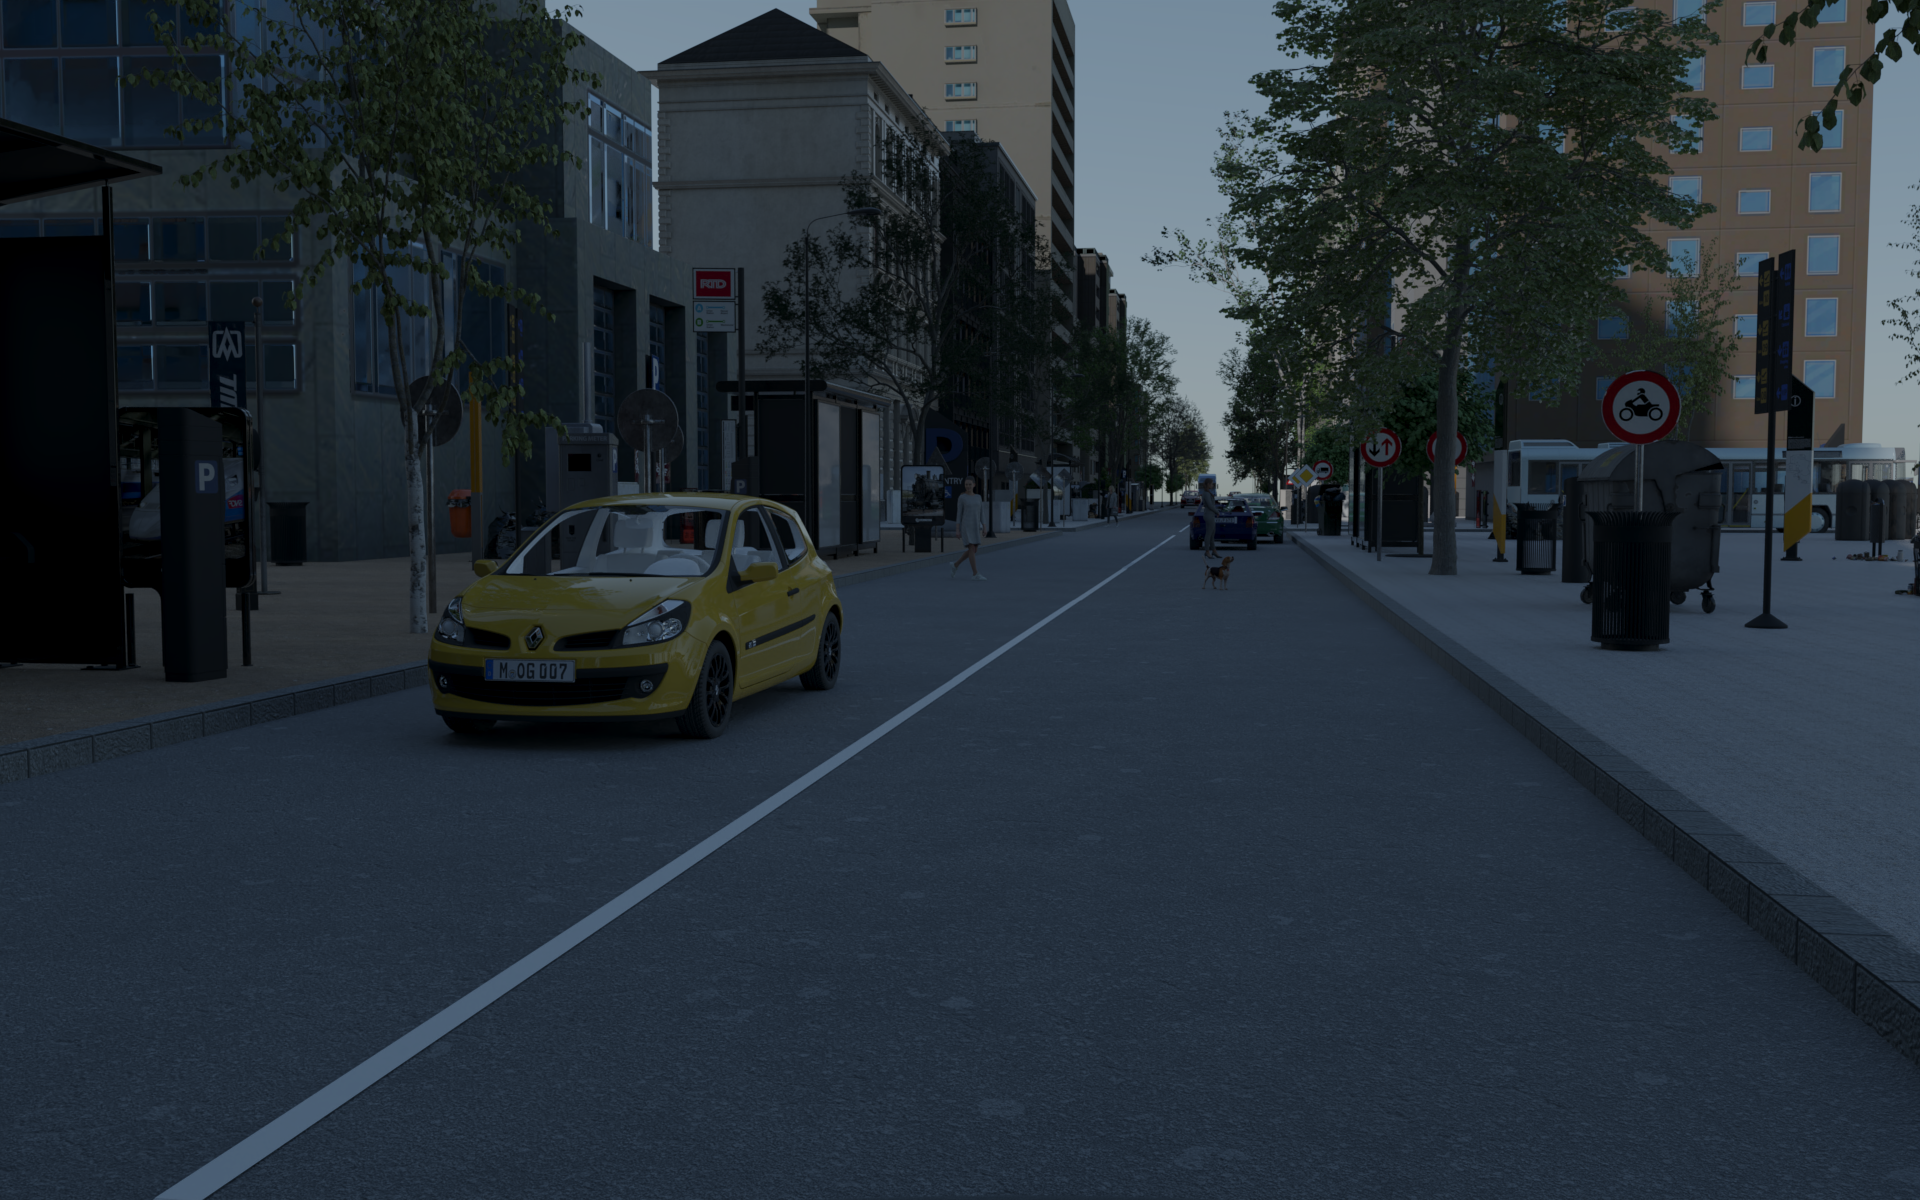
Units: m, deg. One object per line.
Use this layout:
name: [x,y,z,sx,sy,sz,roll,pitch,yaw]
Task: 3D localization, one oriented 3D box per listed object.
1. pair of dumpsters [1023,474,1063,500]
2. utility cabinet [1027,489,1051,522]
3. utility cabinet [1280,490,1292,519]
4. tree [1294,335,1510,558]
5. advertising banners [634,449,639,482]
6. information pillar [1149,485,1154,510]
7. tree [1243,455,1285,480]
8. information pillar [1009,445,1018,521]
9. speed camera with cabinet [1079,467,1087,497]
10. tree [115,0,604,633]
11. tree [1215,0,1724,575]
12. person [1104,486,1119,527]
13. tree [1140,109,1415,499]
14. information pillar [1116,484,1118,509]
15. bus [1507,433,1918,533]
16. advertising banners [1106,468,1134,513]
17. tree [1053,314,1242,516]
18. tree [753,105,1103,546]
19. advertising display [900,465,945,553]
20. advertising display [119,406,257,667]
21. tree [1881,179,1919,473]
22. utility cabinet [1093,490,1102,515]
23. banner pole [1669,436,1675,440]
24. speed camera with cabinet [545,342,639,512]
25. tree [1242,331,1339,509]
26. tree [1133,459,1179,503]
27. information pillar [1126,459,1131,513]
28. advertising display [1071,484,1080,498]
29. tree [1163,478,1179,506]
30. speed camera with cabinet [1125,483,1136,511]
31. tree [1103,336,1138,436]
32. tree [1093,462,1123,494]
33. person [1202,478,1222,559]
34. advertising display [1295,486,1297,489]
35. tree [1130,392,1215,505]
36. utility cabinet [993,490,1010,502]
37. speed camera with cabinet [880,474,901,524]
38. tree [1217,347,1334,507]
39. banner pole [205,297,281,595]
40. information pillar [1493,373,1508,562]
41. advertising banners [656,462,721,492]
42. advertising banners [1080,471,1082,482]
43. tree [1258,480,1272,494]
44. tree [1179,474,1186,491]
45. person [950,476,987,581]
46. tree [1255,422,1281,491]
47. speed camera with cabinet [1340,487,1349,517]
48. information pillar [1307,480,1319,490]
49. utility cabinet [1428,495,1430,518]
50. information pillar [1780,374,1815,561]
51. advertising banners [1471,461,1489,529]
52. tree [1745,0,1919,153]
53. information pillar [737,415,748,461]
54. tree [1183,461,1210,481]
pair of dumpsters: [3.882,-4.826,81.401,1.574,2.255,4.437,1,4,9]
utility cabinet: [3.615,-4.275,78.577,1.173,1.500,0.318,0,4,-3]
utility cabinet: [16.677,-4.862,88.174,0.318,1.500,1.173,2,4,33]
tree: [9.456,-3.170,35.548,4.285,4.588,4.351,0,3,0]
advertising banners: [-7.366,-2.599,38.674,0.090,3.025,2.074,0,4,2]
information pillar: [15.064,-8.047,136.057,0.304,2.012,0.304,1,4,21]
tree: [41.600,-18.612,238.723,8.767,10.594,7.601,-3,5,-42]
information pillar: [2.536,-5.537,81.878,0.183,3.616,0.504,-3,4,-38]
speed camera with cabinet: [9.631,-7.991,124.993,2.038,3.252,0.660,1,4,21]
tree: [-5.024,-3.985,15.520,4.737,8.622,4.395,0,3,0]
tree: [8.064,-6.657,26.974,7.486,12.596,7.792,0,3,0]
person: [6.668,-4.079,75.373,0.728,1.800,0.709,-2,4,-35]
tree: [15.795,-14.097,86.383,12.611,20.169,13.585,0,3,0]
information pillar: [9.964,-6.493,110.656,0.304,2.012,0.304,0,4,4]
bus: [25.611,-3.908,58.752,13.247,3.499,2.948,0,4,7]
advertising banners: [10.527,-7.265,114.975,2.074,3.025,0.090,0,4,3]
tree: [8.985,-10.624,99.463,9.928,11.665,9.643,0,3,0]
tree: [-1.222,-6.620,42.655,8.767,10.594,7.601,1,4,9]
advertising display: [-0.816,-2.004,37.973,0.974,1.923,0.123,0,4,-6]
advertising display: [-5.741,-0.467,12.854,0.974,1.923,0.123,0,4,-2]
tree: [22.390,-5.375,38.252,4.360,8.622,3.978,0,3,0]
utility cabinet: [8.152,-5.709,102.016,0.318,1.500,1.173,-1,4,-12]
banner pole: [26.963,-4.624,65.627,0.863,3.779,0.401,-3,5,-43]
speed camera with cabinet: [-4.949,-1.777,23.396,0.660,3.252,2.038,1,4,9]
tree: [20.179,-11.211,109.049,9.928,11.665,9.643,0,3,0]
tree: [17.370,-10.596,156.957,4.285,4.588,4.351,0,3,0]
information pillar: [11.116,-7.512,114.170,0.183,3.616,0.504,3,5,44]
advertising display: [7.511,-6.735,115.329,0.974,1.923,0.123,0,4,-5]
tree: [22.686,-11.819,187.842,1.663,3.219,1.824,0,3,0]
speed camera with cabinet: [13.349,-8.636,135.535,0.660,3.252,2.038,1,4,13]
tree: [3.840,-8.552,74.232,8.767,10.594,7.601,2,4,24]
tree: [8.832,-6.813,105.999,1.663,3.219,1.824,0,3,0]
person: [5.633,-1.816,38.469,0.573,1.790,0.520,-1,4,-13]
advertising display: [22.420,-6.760,115.733,0.123,1.923,0.974,0,4,1]
tree: [26.205,-18.527,213.287,12.009,13.543,11.850,0,3,0]
utility cabinet: [2.254,-5.015,90.675,1.173,1.500,0.318,-2,4,-29]
speed camera with cabinet: [-3.101,-4.923,74.825,2.038,3.252,0.660,-2,4,-26]
tree: [22.948,-12.757,125.584,9.611,12.733,9.660,0,3,0]
banner pole: [-9.148,-1.961,22.082,0.863,3.779,0.401,0,4,-1]
information pillar: [10.225,-2.532,32.753,0.183,3.616,0.504,0,4,-2]
advertising banners: [-6.941,-2.953,44.467,2.074,3.025,0.090,-2,4,-29]
advertising banners: [8.865,-8.140,129.269,0.090,3.025,2.074,1,4,16]
tree: [40.193,-14.154,226.014,1.663,3.219,1.824,0,3,0]
tree: [29.420,-15.485,236.896,4.285,4.588,4.351,0,3,0]
person: [0.124,-1.199,28.861,0.760,1.731,0.466,2,4,30]
tree: [27.969,-12.551,155.573,4.360,8.622,3.978,0,3,0]
speed camera with cabinet: [21.514,-6.288,97.149,2.038,3.252,0.660,-2,4,-27]
information pillar: [20.157,-6.541,98.306,0.504,3.616,0.183,3,4,38]
utility cabinet: [25.798,-5.083,94.272,1.020,1.237,0.306,3,5,44]
information pillar: [16.040,-2.555,33.123,0.183,3.616,0.504,-3,5,-44]
advertising banners: [19.521,-4.215,65.110,0.090,3.025,2.074,0,4,-1]
tree: [4.999,-3.524,7.978,4.737,8.622,4.395,0,3,0]
information pillar: [-6.469,-3.659,51.178,0.504,3.616,0.183,2,4,24]
tree: [39.901,-22.322,299.375,7.601,10.594,8.767,-2,4,-25]
